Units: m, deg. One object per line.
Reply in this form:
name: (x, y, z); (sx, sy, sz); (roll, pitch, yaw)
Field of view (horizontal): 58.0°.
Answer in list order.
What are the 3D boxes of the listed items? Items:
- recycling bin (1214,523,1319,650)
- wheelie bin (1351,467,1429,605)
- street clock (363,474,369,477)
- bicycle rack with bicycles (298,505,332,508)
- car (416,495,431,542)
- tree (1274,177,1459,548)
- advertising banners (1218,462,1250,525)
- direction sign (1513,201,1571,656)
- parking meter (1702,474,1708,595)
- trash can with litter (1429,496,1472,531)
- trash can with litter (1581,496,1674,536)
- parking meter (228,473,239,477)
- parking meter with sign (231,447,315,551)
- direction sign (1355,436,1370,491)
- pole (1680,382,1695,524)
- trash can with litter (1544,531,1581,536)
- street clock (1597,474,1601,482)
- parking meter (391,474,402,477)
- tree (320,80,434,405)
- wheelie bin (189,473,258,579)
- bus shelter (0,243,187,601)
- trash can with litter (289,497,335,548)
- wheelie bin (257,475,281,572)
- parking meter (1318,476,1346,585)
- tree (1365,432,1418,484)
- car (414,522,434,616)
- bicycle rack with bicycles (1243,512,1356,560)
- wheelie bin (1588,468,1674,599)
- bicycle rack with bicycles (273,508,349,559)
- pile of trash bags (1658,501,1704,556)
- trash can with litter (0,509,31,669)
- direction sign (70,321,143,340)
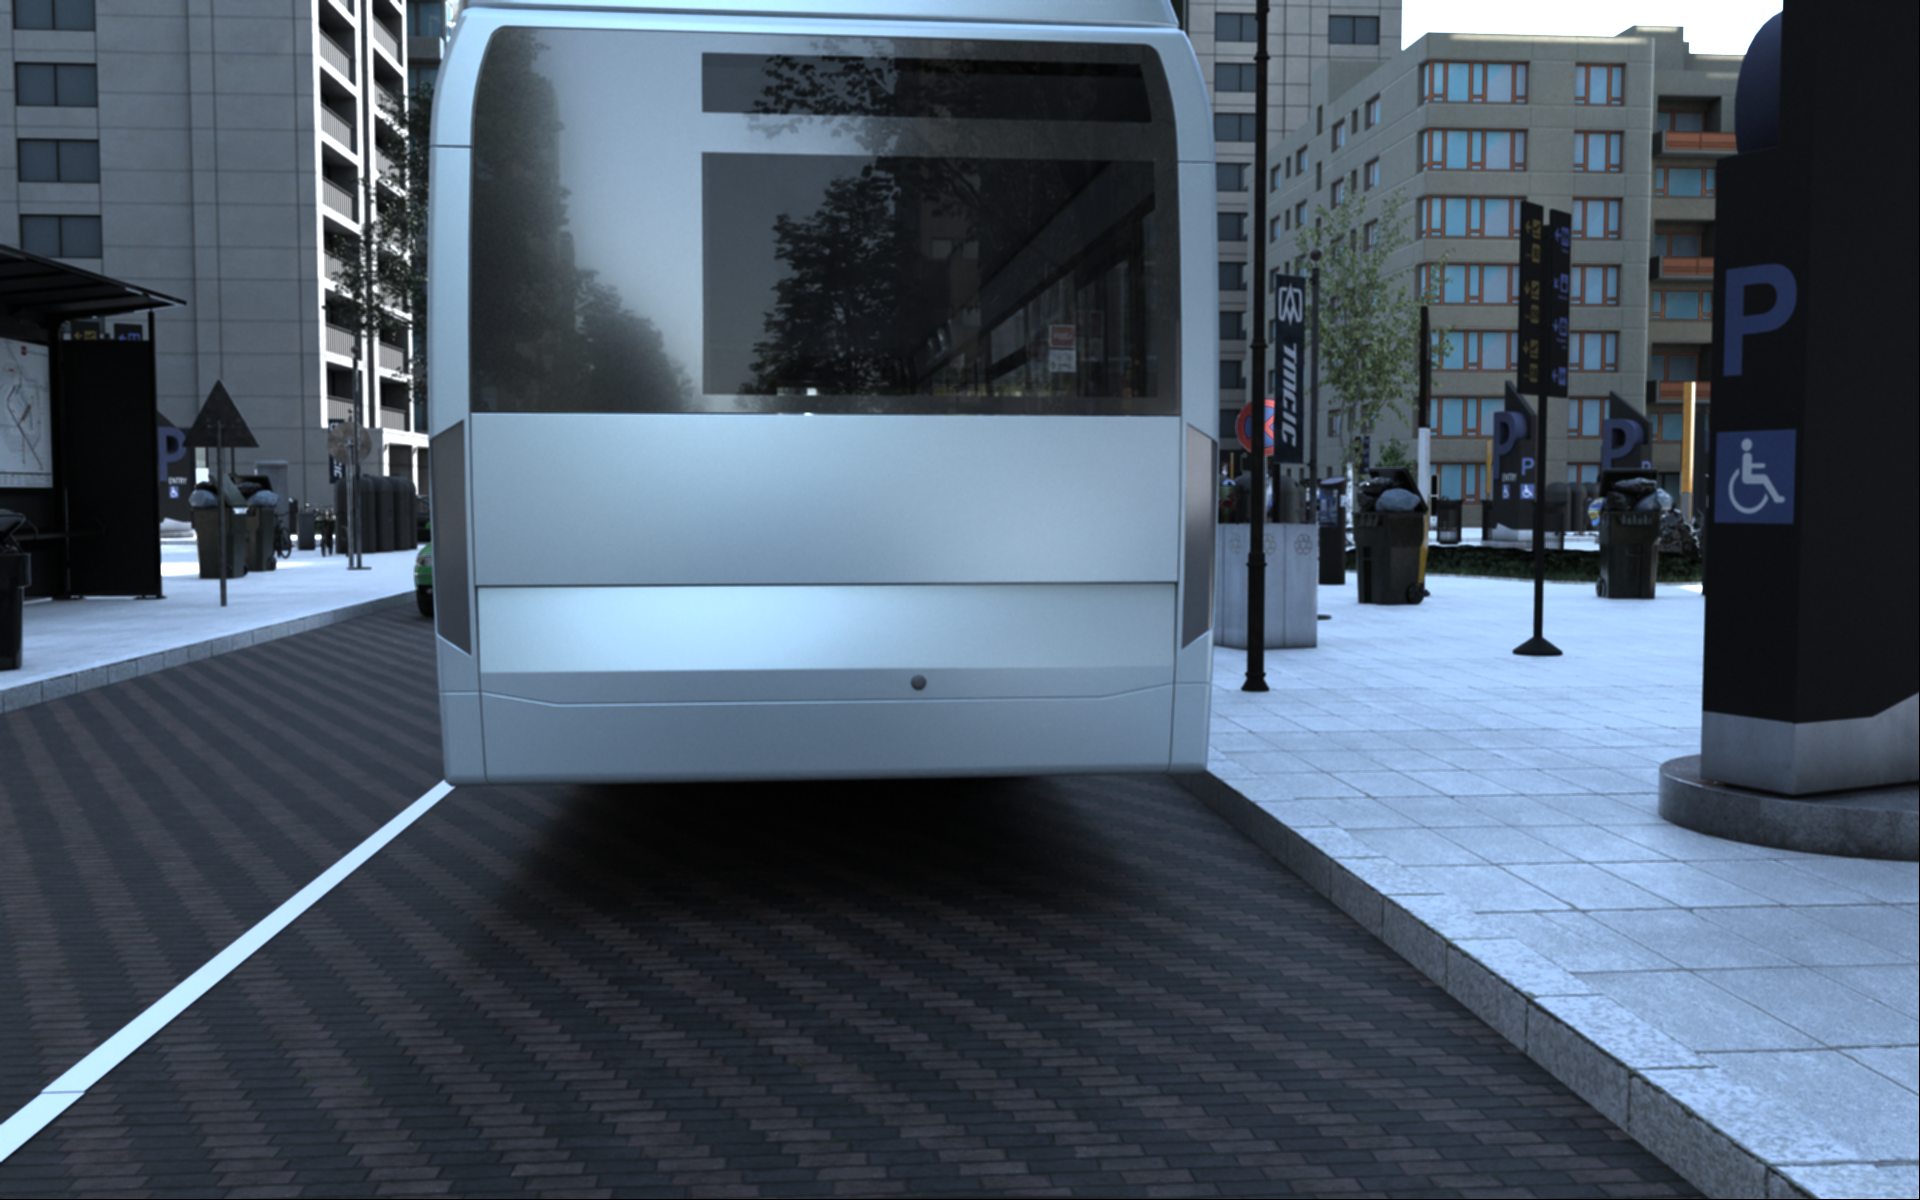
recycling bin: (2.536, -0.127, 14.637); (0.722, 1.027, 0.722); (-2, 4, -23)
wheelie bin: (5.011, -0.754, 20.230); (0.693, 1.594, 0.980); (-2, 4, -28)
street clock: (-21.825, -3.616, 63.696); (0.358, 2.002, 0.471); (-1, 4, -18)
bicycle rack with bicycles: (-22.134, -2.791, 59.012); (2.852, 0.926, 2.925); (-3, 5, -43)
car: (-14.572, -2.251, 46.597); (4.222, 1.686, 2.009); (0, 4, -3)
tree: (9.555, -5.562, 41.303); (4.737, 8.622, 4.395); (0, 3, 0)
advertising banners: (3.191, -1.760, 24.964); (2.074, 3.025, 0.090); (2, 4, 33)
direction sign: (4.634, -1.333, 13.789); (0.379, 3.537, 0.876); (3, 5, 42)
parking meter: (9.599, -0.825, 21.900); (0.372, 1.533, 0.369); (0, 3, 0)
trash can with litter: (16.861, -3.018, 60.398); (1.678, 1.210, 2.233); (0, 4, -6)
trash can with litter: (15.614, -1.722, 39.216); (1.678, 1.210, 2.233); (-2, 4, -33)
parking meter: (-20.536, -2.654, 49.108); (0.255, 1.863, 0.399); (0, 4, -5)
parking meter with sign: (-15.600, -2.632, 39.299); (1.738, 3.016, 0.543); (-2, 4, -30)
direction sign: (15.785, -4.653, 68.069); (0.379, 3.537, 0.876); (-2, 4, -25)
pole: (13.272, -2.309, 31.603); (0.158, 3.312, 0.155); (0, 3, 0)
trash can with litter: (18.999, -2.571, 53.086); (2.233, 1.210, 1.678); (2, 4, 31)
street clock: (23.574, -3.611, 63.614); (0.358, 2.002, 0.471); (3, 5, 43)
parking meter: (-16.688, -2.797, 51.442); (0.255, 1.863, 0.399); (1, 4, 14)
tree: (-9.386, -6.223, 36.165); (8.767, 10.594, 7.601); (0, 4, -2)
wheelie bin: (-11.304, -1.132, 26.410); (0.693, 1.594, 0.980); (0, 4, 0)
bus shelter: (-10.004, -1.637, 18.051); (1.731, 3.624, 6.357); (0, 4, -5)
trash can with litter: (-15.815, -1.866, 41.572); (2.233, 1.210, 1.678); (0, 4, 4)
wheelie bin: (-11.770, -1.276, 28.776); (0.980, 1.594, 0.693); (0, 4, 0)
parking meter: (5.288, -0.990, 24.592); (0.372, 1.533, 0.369); (0, 3, 0)
tree: (13.306, -3.617, 53.733); (1.663, 3.219, 1.824); (0, 3, 0)
car: (-5.587, -0.798, 21.837); (1.959, 1.807, 4.718); (0, 4, -4)
bicycle rack with bicycles: (6.381, -1.203, 33.058); (2.925, 0.926, 2.852); (0, 4, 7)
wheelie bin: (8.283, -0.823, 21.360); (0.980, 1.594, 0.693); (0, 4, 8)
bicycle rack with bicycles: (-13.706, -1.357, 35.564); (2.852, 0.926, 2.925); (-1, 4, -21)
pile of trash bags: (12.970, -1.159, 28.698); (1.912, 1.369, 3.447); (-1, 4, -16)
trash can with litter: (-7.351, -0.078, 12.669); (1.055, 1.170, 0.624); (1, 4, 19)
direction sign: (-11.266, -1.895, 22.974); (0.876, 3.537, 0.379); (-3, 5, -41)
